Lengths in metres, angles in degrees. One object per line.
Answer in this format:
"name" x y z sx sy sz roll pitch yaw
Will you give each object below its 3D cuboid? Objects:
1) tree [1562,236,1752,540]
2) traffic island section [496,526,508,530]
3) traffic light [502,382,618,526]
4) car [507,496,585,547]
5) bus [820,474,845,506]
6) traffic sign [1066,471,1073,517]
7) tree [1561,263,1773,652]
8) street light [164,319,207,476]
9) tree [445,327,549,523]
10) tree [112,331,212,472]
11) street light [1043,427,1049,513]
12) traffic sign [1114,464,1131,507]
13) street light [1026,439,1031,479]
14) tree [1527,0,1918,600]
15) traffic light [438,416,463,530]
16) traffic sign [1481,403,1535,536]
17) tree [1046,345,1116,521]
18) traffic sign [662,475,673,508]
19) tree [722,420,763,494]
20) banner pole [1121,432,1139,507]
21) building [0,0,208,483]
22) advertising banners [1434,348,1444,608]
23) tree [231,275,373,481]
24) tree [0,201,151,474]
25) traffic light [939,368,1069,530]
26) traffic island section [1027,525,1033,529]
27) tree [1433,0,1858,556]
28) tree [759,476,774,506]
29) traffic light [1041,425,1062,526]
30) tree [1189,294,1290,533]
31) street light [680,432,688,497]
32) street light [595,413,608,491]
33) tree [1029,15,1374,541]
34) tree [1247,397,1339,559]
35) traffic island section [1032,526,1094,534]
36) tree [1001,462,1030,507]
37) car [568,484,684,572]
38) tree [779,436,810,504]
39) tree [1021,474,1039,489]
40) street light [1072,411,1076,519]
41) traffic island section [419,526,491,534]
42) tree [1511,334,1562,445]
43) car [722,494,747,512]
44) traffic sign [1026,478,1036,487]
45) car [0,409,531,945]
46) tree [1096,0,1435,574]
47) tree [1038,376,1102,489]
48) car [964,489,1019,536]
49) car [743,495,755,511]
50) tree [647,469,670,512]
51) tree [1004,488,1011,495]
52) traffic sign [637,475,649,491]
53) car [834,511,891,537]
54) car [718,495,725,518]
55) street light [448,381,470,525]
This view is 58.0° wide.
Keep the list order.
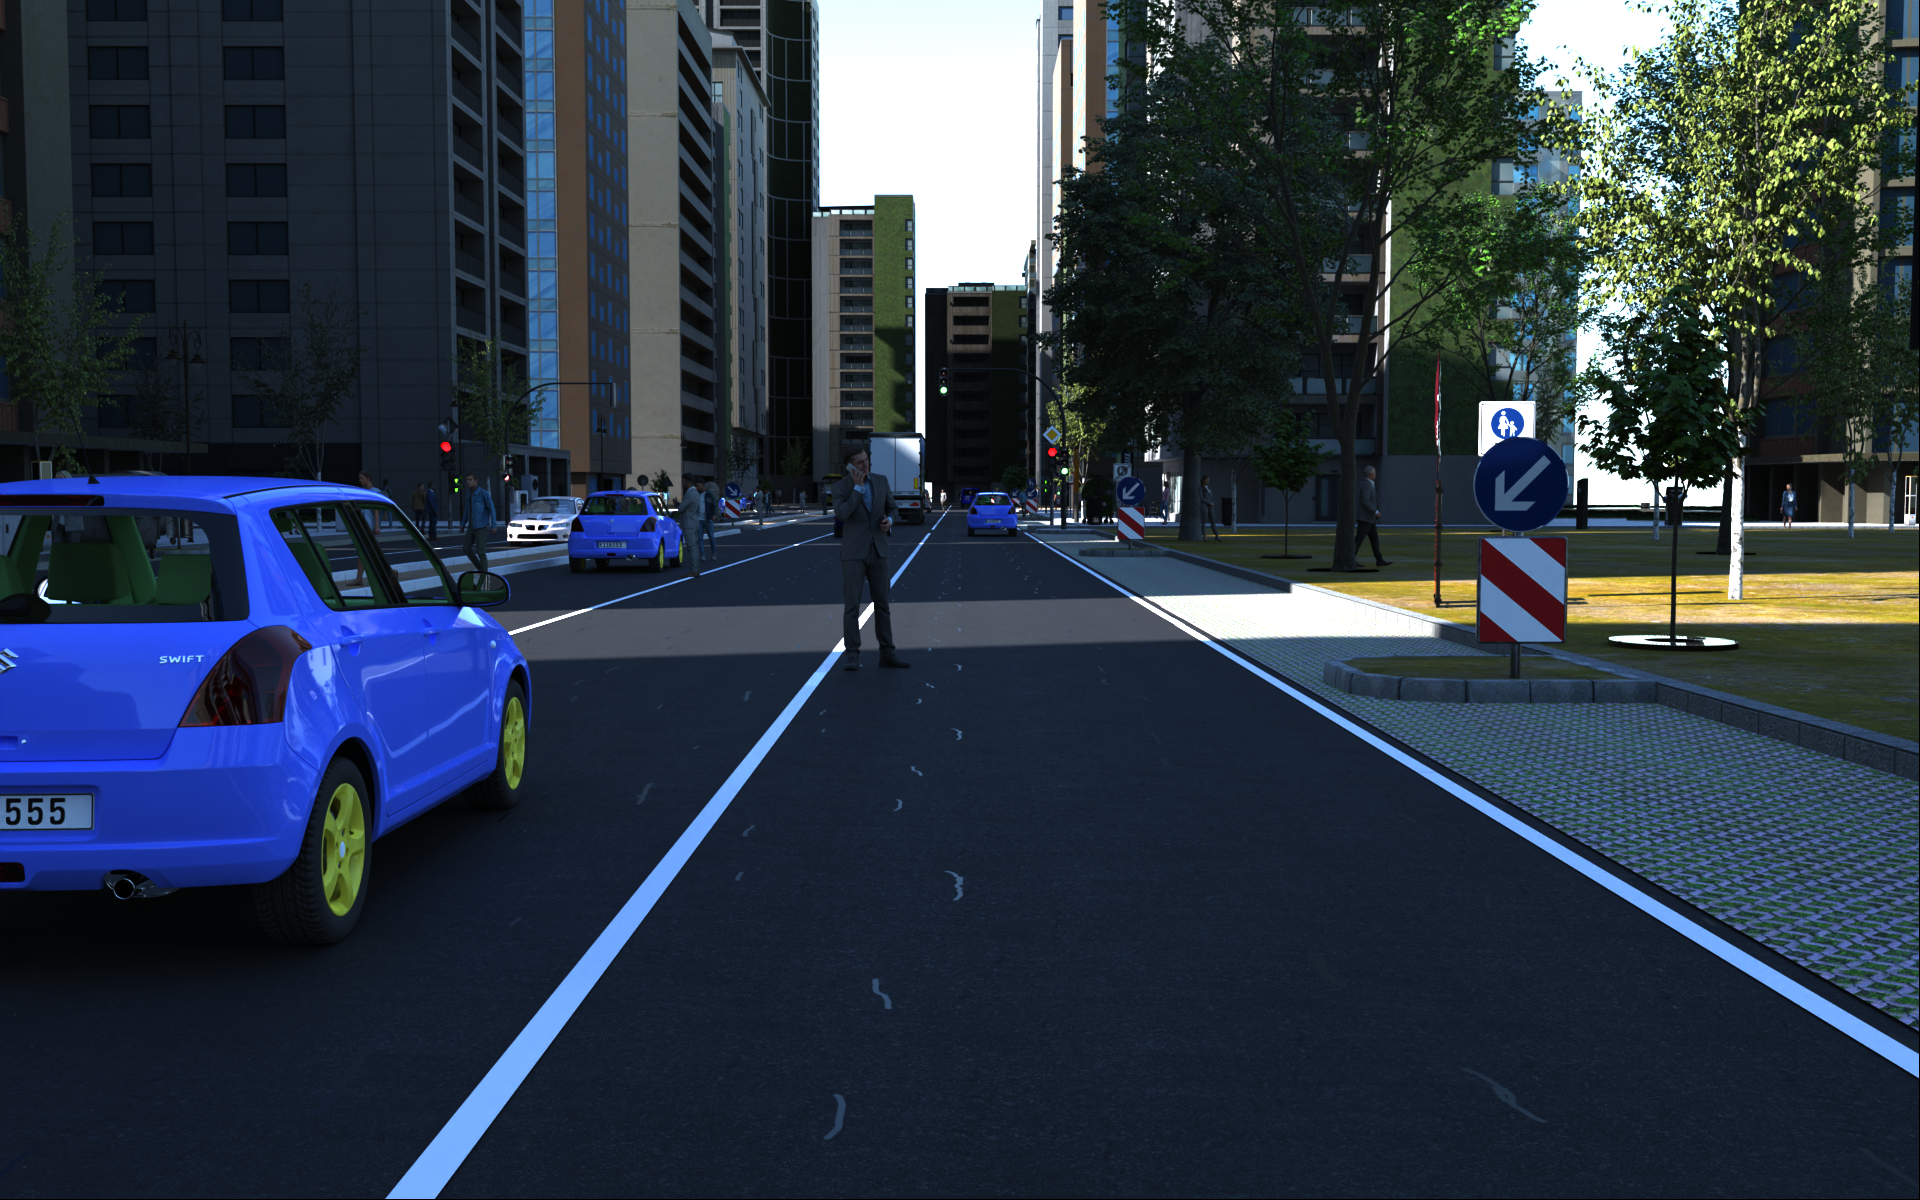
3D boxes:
"tree" 19.366 -5.952 47.685 4.360 8.622 3.978 0 3 0
"traffic island section" -18.473 -2.960 70.682 2.009 0.180 2.903 0 3 0
"traffic light" -16.341 -5.866 70.582 4.771 5.953 1.251 0 3 0
"car" -11.383 -2.221 48.671 2.083 1.381 4.827 0 4 -1
"bus" -15.448 -13.660 214.888 2.896 3.916 12.252 0 4 0
"traffic sign" 6.174 -5.911 96.755 0.768 2.556 0.104 0 4 2
"tree" 6.136 -1.221 14.571 1.663 3.219 1.824 0 3 0
"street light" -20.489 -4.475 45.950 0.468 5.910 1.993 0 3 0
"tree" -20.806 -7.752 77.103 4.737 8.622 4.395 0 3 0
"tree" -36.505 -7.858 78.846 4.360 8.622 3.978 0 3 0
"street light" 5.821 -8.817 116.952 0.468 5.910 1.993 0 3 0
"traffic sign" 5.445 -3.427 58.156 0.606 2.300 0.079 0 4 6
"street light" 5.747 -10.555 145.356 0.468 5.910 1.993 0 3 0
"tree" 9.237 -4.317 20.950 4.737 8.622 4.395 0 3 0
"traffic light" -18.433 -4.504 62.562 0.839 4.253 0.868 0 3 0
"traffic sign" 6.053 -1.046 19.227 0.606 2.300 0.079 0 4 6
"tree" 5.796 -7.998 81.125 4.737 8.622 4.395 0 3 0
"traffic sign" -20.395 -7.386 120.769 0.884 2.594 0.081 0 4 8
"tree" -21.195 -13.292 167.678 4.360 8.622 3.978 0 3 0
"banner pole" 6.257 -4.471 63.118 0.863 3.779 0.401 1 4 14
"building" -40.289 -24.039 47.666 28.867 44.769 22.147 0 3 0
"advertising banners" 5.623 -1.478 20.346 0.090 3.025 2.074 1 4 15
"tree" -21.714 -6.578 57.920 4.360 8.622 3.978 0 3 0
"tree" -23.456 -5.760 44.533 4.737 8.622 4.395 0 3 0
"traffic light" 1.636 -5.368 62.435 4.771 5.953 1.251 0 3 0
"traffic island section" 3.769 -2.960 70.675 2.009 0.180 2.903 0 3 0
"tree" 16.272 -6.756 36.215 9.928 11.665 9.643 0 3 0
"tree" -20.956 -11.877 188.789 1.663 3.219 1.824 0 3 0
"traffic light" 3.728 -4.993 70.561 0.839 4.253 0.868 0 3 0
"tree" 8.996 -6.509 56.784 4.360 8.622 3.978 0 3 0
"street light" -20.507 -9.529 128.587 0.468 5.910 1.993 0 3 0
"street light" -20.500 -7.731 99.196 0.468 5.910 1.993 0 3 0
"tree" 6.302 -8.617 47.540 9.857 13.997 8.962 0 3 0
"tree" 6.499 -2.456 34.764 1.663 3.219 1.824 0 3 0
"traffic island section" 3.768 -2.472 62.690 2.009 0.180 2.903 0 3 0
"tree" 5.808 -11.931 178.791 4.285 4.588 4.351 0 3 0
"car" -6.300 -1.429 32.954 1.945 1.707 3.694 0 4 -1
"tree" -21.099 -16.503 220.184 4.737 8.622 4.395 0 3 0
"tree" 6.628 -10.152 160.578 1.663 3.219 1.824 0 3 0
"street light" 5.794 -7.048 88.020 0.468 5.910 1.993 0 3 0
"traffic island section" -18.474 -2.472 62.697 2.009 0.180 2.903 0 3 0
"tree" 26.519 -7.879 79.181 4.360 8.622 3.978 0 3 0
"car" -18.372 -8.038 141.018 1.945 1.707 3.694 0 4 -1
"traffic sign" 5.596 -8.306 135.910 0.768 2.556 0.104 0 4 6
"car" -2.829 0.172 6.780 1.945 1.707 3.694 0 4 -2
"tree" 6.231 -6.259 28.086 9.928 11.665 9.643 0 3 0
"tree" 6.888 -9.706 109.063 4.360 8.622 3.978 0 3 0
"car" 1.097 -3.080 59.956 1.945 1.707 3.694 0 4 0
"car" -18.415 -8.320 148.620 1.945 1.354 3.894 0 4 0
"tree" -21.119 -7.866 123.211 1.663 3.219 1.824 0 3 0
"tree" 6.321 -13.153 209.651 1.663 3.219 1.824 0 3 0
"traffic sign" -20.814 -6.945 113.650 0.768 2.556 0.104 0 4 6
"car" -3.269 -2.813 58.575 1.945 1.354 3.894 0 4 1
"car" -15.525 -5.957 106.981 1.945 1.707 3.694 0 4 -1
"street light" -20.427 -5.994 70.791 0.468 5.910 1.993 0 3 0
